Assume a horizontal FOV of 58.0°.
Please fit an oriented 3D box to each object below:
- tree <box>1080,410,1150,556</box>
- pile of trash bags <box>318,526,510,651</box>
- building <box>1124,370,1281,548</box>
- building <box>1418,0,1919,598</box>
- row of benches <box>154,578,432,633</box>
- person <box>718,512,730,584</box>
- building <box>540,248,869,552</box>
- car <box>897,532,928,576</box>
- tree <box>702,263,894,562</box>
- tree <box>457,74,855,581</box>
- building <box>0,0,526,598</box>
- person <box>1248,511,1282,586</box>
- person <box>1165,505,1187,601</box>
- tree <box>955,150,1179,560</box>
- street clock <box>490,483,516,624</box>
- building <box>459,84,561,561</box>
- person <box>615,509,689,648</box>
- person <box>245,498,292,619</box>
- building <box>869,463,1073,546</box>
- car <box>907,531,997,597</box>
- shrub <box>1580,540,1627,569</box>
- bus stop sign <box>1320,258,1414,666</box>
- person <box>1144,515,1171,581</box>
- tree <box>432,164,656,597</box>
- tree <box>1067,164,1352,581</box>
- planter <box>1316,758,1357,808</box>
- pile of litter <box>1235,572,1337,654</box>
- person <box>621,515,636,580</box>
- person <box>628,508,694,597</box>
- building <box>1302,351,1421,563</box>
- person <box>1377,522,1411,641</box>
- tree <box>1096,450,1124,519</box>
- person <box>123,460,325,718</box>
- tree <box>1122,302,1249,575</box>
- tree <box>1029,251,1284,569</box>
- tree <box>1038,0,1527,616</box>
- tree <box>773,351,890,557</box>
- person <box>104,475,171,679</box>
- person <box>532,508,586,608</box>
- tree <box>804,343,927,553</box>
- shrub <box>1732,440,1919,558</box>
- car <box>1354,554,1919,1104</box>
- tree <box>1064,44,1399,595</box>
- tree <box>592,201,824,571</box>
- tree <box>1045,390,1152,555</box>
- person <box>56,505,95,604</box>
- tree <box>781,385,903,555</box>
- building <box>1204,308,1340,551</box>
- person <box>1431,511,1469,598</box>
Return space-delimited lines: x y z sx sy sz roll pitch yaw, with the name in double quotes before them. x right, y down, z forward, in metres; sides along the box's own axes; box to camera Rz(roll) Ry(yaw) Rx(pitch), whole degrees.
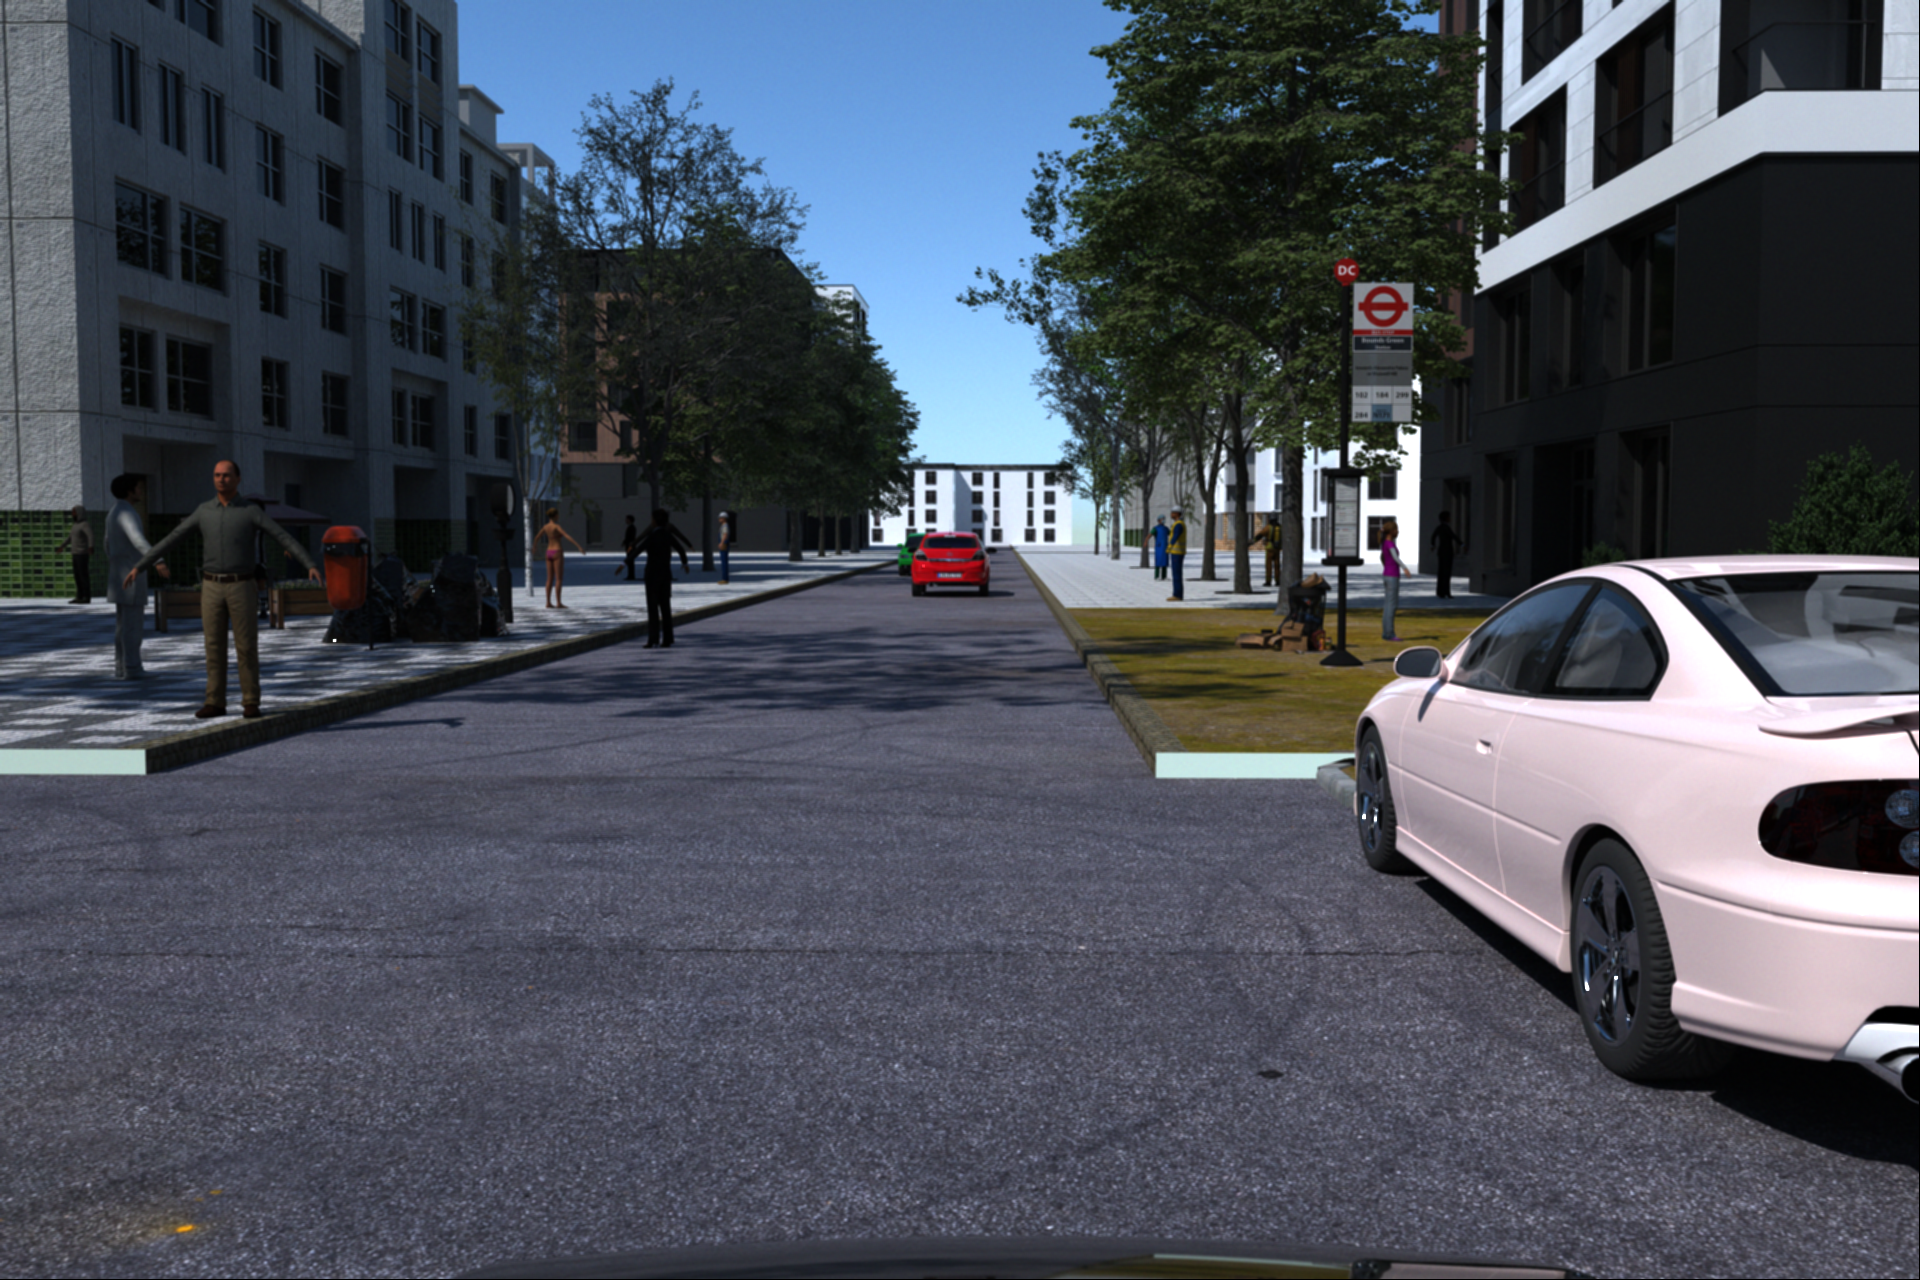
"tree" 8.672 -9.098 99.122 4.737 8.622 4.395 0 3 0
"pile of trash bags" -6.659 -0.658 20.507 1.912 1.369 3.447 0 4 3
"building" 25.618 -18.624 170.959 16.747 18.905 31.486 0 4 2
"building" 25.027 -11.927 38.982 27.936 21.610 32.646 0 4 1
"row of benches" -8.780 -0.509 23.785 4.104 0.672 1.422 -2 4 -31
"person" -6.083 -2.362 44.478 0.705 1.847 1.347 -1 4 -8
"building" -22.739 -18.136 140.497 27.936 21.610 32.646 0 4 2
"car" -1.184 -3.165 60.551 1.959 1.807 4.718 0 4 1
"tree" -7.715 -10.611 80.144 9.857 13.997 8.962 0 3 0
"tree" -8.391 -8.368 47.182 12.009 13.543 11.850 0 3 0
"building" -25.368 -11.229 50.060 16.747 18.905 31.486 0 4 2
"person" 7.701 -2.256 42.651 1.354 1.858 0.705 -1 4 -14
"person" 4.135 -1.667 33.219 0.705 1.833 1.349 1 4 14
"tree" 6.620 -14.121 86.767 12.611 20.169 13.585 0 3 0
"street clock" -6.538 -1.239 24.822 0.358 2.002 0.471 0 4 3
"building" -25.435 -13.338 74.494 16.016 20.090 11.380 0 4 1
"person" -3.850 -0.773 21.825 0.721 1.740 1.216 3 4 37
"person" -10.689 -1.226 26.189 1.345 1.843 0.704 1 4 9
"building" -0.621 -16.003 206.252 28.070 9.664 9.099 0 4 1
"car" -0.197 -1.965 41.166 2.155 1.783 4.494 0 4 1
"shrub" 8.445 -0.712 22.756 1.383 1.207 1.383 0 3 0
"bus stop sign" 3.957 -1.722 16.852 0.855 3.939 0.416 0 4 1
"person" 5.562 -2.539 47.645 1.347 1.817 0.704 -2 4 -31
"tree" -8.972 -5.191 35.234 4.360 8.622 3.978 0 3 0
"tree" 6.735 -7.419 47.064 9.928 11.665 9.643 0 3 0
"planter" 3.032 0.708 9.559 1.991 0.319 1.994 0 4 2
"pile of litter" 3.671 -0.329 19.342 1.176 0.858 1.719 0 4 1
"person" -9.171 -2.560 48.035 0.705 1.806 1.347 -1 4 -21
"person" -6.049 -1.766 35.104 1.346 1.802 0.704 -1 4 -15
"building" 20.930 -8.186 75.996 9.099 9.664 28.070 0 4 2
"person" 5.238 -0.706 20.809 0.599 1.433 0.991 0 4 -1
"tree" 19.289 -16.864 201.481 9.928 11.665 9.643 0 3 0
"person" -5.122 -0.358 12.123 1.348 1.796 0.705 0 4 -6
"tree" 6.703 -6.360 54.356 4.360 8.622 3.978 0 3 0
"tree" 7.035 -9.426 64.486 12.009 13.543 11.850 0 3 0
"tree" 5.138 -6.686 27.439 7.486 12.596 7.792 0 3 0
"tree" -7.758 -10.417 96.071 9.928 11.665 9.643 0 3 0
"person" -7.370 -0.565 15.419 0.705 1.806 1.347 -3 5 -42
"person" -6.971 -1.419 30.004 1.217 1.733 0.721 2 4 31
"tree" -7.084 -12.723 114.683 9.857 13.997 8.962 0 3 0
"shrub" 7.464 -0.642 14.546 1.661 2.075 1.752 0 3 0
"car" 2.651 0.394 5.917 2.083 1.381 4.827 0 4 1
"tree" 5.942 -6.797 36.880 9.928 11.665 9.643 0 3 0
"tree" -8.521 -8.619 59.052 7.486 12.596 7.792 0 3 0
"tree" 8.793 -10.592 107.599 7.601 10.594 8.767 -2 4 -34
"person" -16.192 -1.572 31.828 1.348 1.813 0.705 3 4 39
"tree" -7.316 -10.974 105.175 9.928 11.665 9.643 0 3 0
"building" 25.482 -17.575 143.765 16.016 20.090 11.380 0 4 1
"person" 9.763 -1.707 34.626 0.721 1.740 1.216 -1 4 -18
